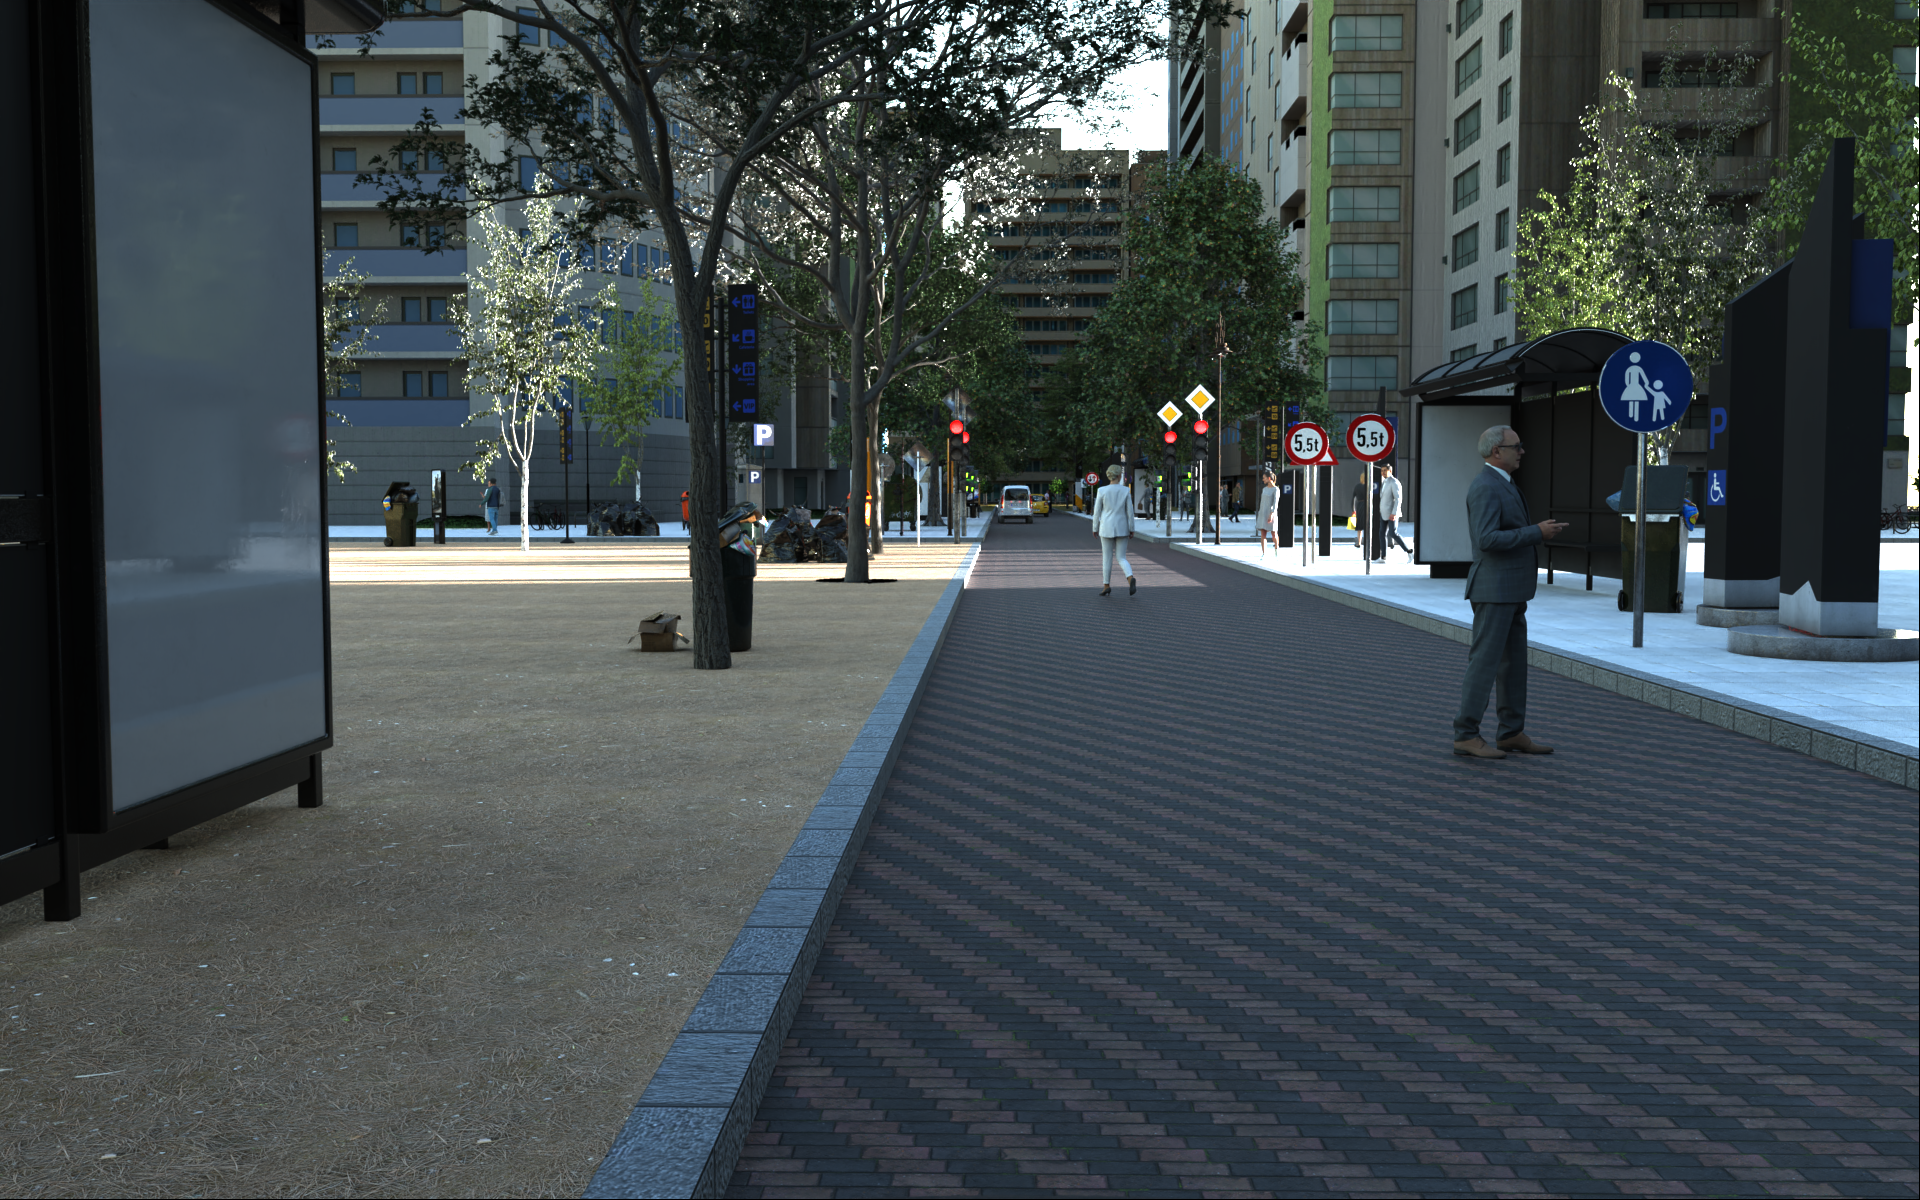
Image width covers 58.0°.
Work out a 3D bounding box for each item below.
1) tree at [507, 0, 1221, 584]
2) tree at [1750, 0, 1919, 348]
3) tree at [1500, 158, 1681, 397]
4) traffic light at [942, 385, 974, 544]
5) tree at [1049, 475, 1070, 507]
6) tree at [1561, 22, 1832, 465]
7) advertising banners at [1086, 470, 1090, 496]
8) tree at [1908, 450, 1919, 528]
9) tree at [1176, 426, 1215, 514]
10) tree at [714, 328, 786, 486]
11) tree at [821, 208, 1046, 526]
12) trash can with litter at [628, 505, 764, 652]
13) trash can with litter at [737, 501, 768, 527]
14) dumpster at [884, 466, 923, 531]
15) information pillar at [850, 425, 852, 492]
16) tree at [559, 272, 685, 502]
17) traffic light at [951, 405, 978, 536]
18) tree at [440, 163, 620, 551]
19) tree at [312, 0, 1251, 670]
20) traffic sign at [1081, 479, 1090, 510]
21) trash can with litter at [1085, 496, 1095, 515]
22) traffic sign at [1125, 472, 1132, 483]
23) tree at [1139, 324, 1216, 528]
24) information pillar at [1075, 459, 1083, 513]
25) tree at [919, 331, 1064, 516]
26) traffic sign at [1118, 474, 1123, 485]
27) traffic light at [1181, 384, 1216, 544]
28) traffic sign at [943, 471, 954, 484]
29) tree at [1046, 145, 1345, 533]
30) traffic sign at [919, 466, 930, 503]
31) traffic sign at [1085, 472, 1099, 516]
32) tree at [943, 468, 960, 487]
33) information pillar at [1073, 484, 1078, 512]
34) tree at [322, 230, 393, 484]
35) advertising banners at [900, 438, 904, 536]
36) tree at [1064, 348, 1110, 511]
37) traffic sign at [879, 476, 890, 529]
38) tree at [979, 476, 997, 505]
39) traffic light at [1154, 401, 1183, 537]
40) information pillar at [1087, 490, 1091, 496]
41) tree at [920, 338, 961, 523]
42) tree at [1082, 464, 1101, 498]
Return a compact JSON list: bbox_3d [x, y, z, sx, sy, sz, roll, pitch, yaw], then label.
[{"bbox_3d":[-1.375,-7.005,24.907,12.009,13.543,11.850,0,3,0],"label":"tree"},{"bbox_3d":[11.839,-4.279,20.330,4.737,8.622,4.395,0,3,0],"label":"tree"},{"bbox_3d":[14.188,-5.425,39.054,4.737,8.622,4.395,0,3,0],"label":"tree"},{"bbox_3d":[-0.058,-3.395,44.426,0.839,4.253,0.868,0,4,1],"label":"traffic light"},{"bbox_3d":[11.487,-12.627,201.046,1.663,3.219,1.824,0,3,0],"label":"tree"},{"bbox_3d":[11.686,-4.753,28.082,4.360,8.622,3.978,0,3,0],"label":"tree"},{"bbox_3d":[8.964,-7.643,121.155,0.090,3.025,2.074,0,4,-1],"label":"advertising banners"},{"bbox_3d":[36.260,-4.310,65.066,1.663,3.219,1.824,0,3,0],"label":"tree"},{"bbox_3d":[14.506,-9.952,113.085,4.737,8.622,4.395,0,3,0],"label":"tree"},{"bbox_3d":[-9.423,-7.719,76.566,4.360,8.622,3.978,0,3,0],"label":"tree"},{"bbox_3d":[-0.917,-9.288,68.860,9.611,12.733,9.660,0,3,0],"label":"tree"},{"bbox_3d":[-2.175,-0.167,14.120,1.055,1.170,0.624,0,4,-3],"label":"trash can with litter"},{"bbox_3d":[-3.471,-0.907,26.210,0.624,1.170,1.055,3,5,40],"label":"trash can with litter"},{"bbox_3d":[-2.095,-3.537,60.316,1.502,2.255,1.985,0,4,1],"label":"dumpster"},{"bbox_3d":[-3.502,-4.130,58.888,0.504,3.616,0.183,0,4,4],"label":"information pillar"},{"bbox_3d":[-10.792,-6.497,56.596,4.737,8.622,4.395,0,3,0],"label":"tree"},{"bbox_3d":[0.138,-3.883,52.409,0.839,4.253,0.868,0,4,1],"label":"traffic light"},{"bbox_3d":[-9.792,-5.417,38.923,4.360,8.622,3.978,0,3,0],"label":"tree"},{"bbox_3d":[-1.841,-4.795,12.808,8.767,10.594,7.601,0,4,-6],"label":"tree"},{"bbox_3d":[8.372,-6.955,115.836,0.606,2.300,0.079,0,4,3],"label":"traffic sign"},{"bbox_3d":[8.130,-5.810,106.382,0.624,1.170,1.055,-1,4,-21],"label":"trash can with litter"},{"bbox_3d":[9.627,-6.166,100.915,0.768,2.556,0.104,0,4,8],"label":"traffic sign"},{"bbox_3d":[7.788,-7.093,66.332,4.360,8.622,3.978,0,3,0],"label":"tree"},{"bbox_3d":[8.040,-7.678,116.889,0.504,3.616,0.183,0,4,8],"label":"information pillar"},{"bbox_3d":[0.541,-11.127,100.057,7.486,12.596,7.792,0,3,0],"label":"tree"},{"bbox_3d":[7.690,-5.051,84.721,0.606,2.300,0.079,1,4,10],"label":"traffic sign"},{"bbox_3d":[6.102,-3.387,44.291,0.839,4.253,0.868,0,4,1],"label":"traffic light"},{"bbox_3d":[-0.532,-5.722,93.662,0.768,2.556,0.104,0,4,4],"label":"traffic sign"},{"bbox_3d":[7.922,-8.578,57.259,9.611,12.733,9.660,0,3,0],"label":"tree"},{"bbox_3d":[-1.471,-4.961,81.119,0.884,2.594,0.081,1,4,10],"label":"traffic sign"},{"bbox_3d":[7.611,-6.099,99.827,0.768,2.556,0.104,0,4,2],"label":"traffic sign"},{"bbox_3d":[-0.249,-6.997,109.002,1.663,3.219,1.824,0,3,0],"label":"tree"},{"bbox_3d":[8.130,-7.192,122.074,0.304,2.012,0.304,1,4,21],"label":"information pillar"},{"bbox_3d":[-14.989,-5.375,38.247,4.360,8.622,3.978,0,3,0],"label":"tree"},{"bbox_3d":[-1.794,-3.516,53.672,0.090,3.025,2.074,0,4,0],"label":"advertising banners"},{"bbox_3d":[8.770,-13.225,134.348,7.486,12.596,7.792,0,3,0],"label":"tree"},{"bbox_3d":[-2.585,-3.333,56.625,0.606,2.300,0.079,1,4,9],"label":"traffic sign"},{"bbox_3d":[2.830,-11.463,182.023,1.663,3.219,1.824,0,3,0],"label":"tree"},{"bbox_3d":[6.298,-3.875,52.274,0.839,4.253,0.868,0,4,1],"label":"traffic light"},{"bbox_3d":[9.252,-7.299,123.826,0.304,2.012,0.304,-1,4,-16],"label":"information pillar"},{"bbox_3d":[-0.049,-7.773,77.449,4.737,8.622,4.395,0,3,0],"label":"tree"},{"bbox_3d":[8.721,-7.212,112.519,1.663,3.219,1.824,0,3,0],"label":"tree"}]
